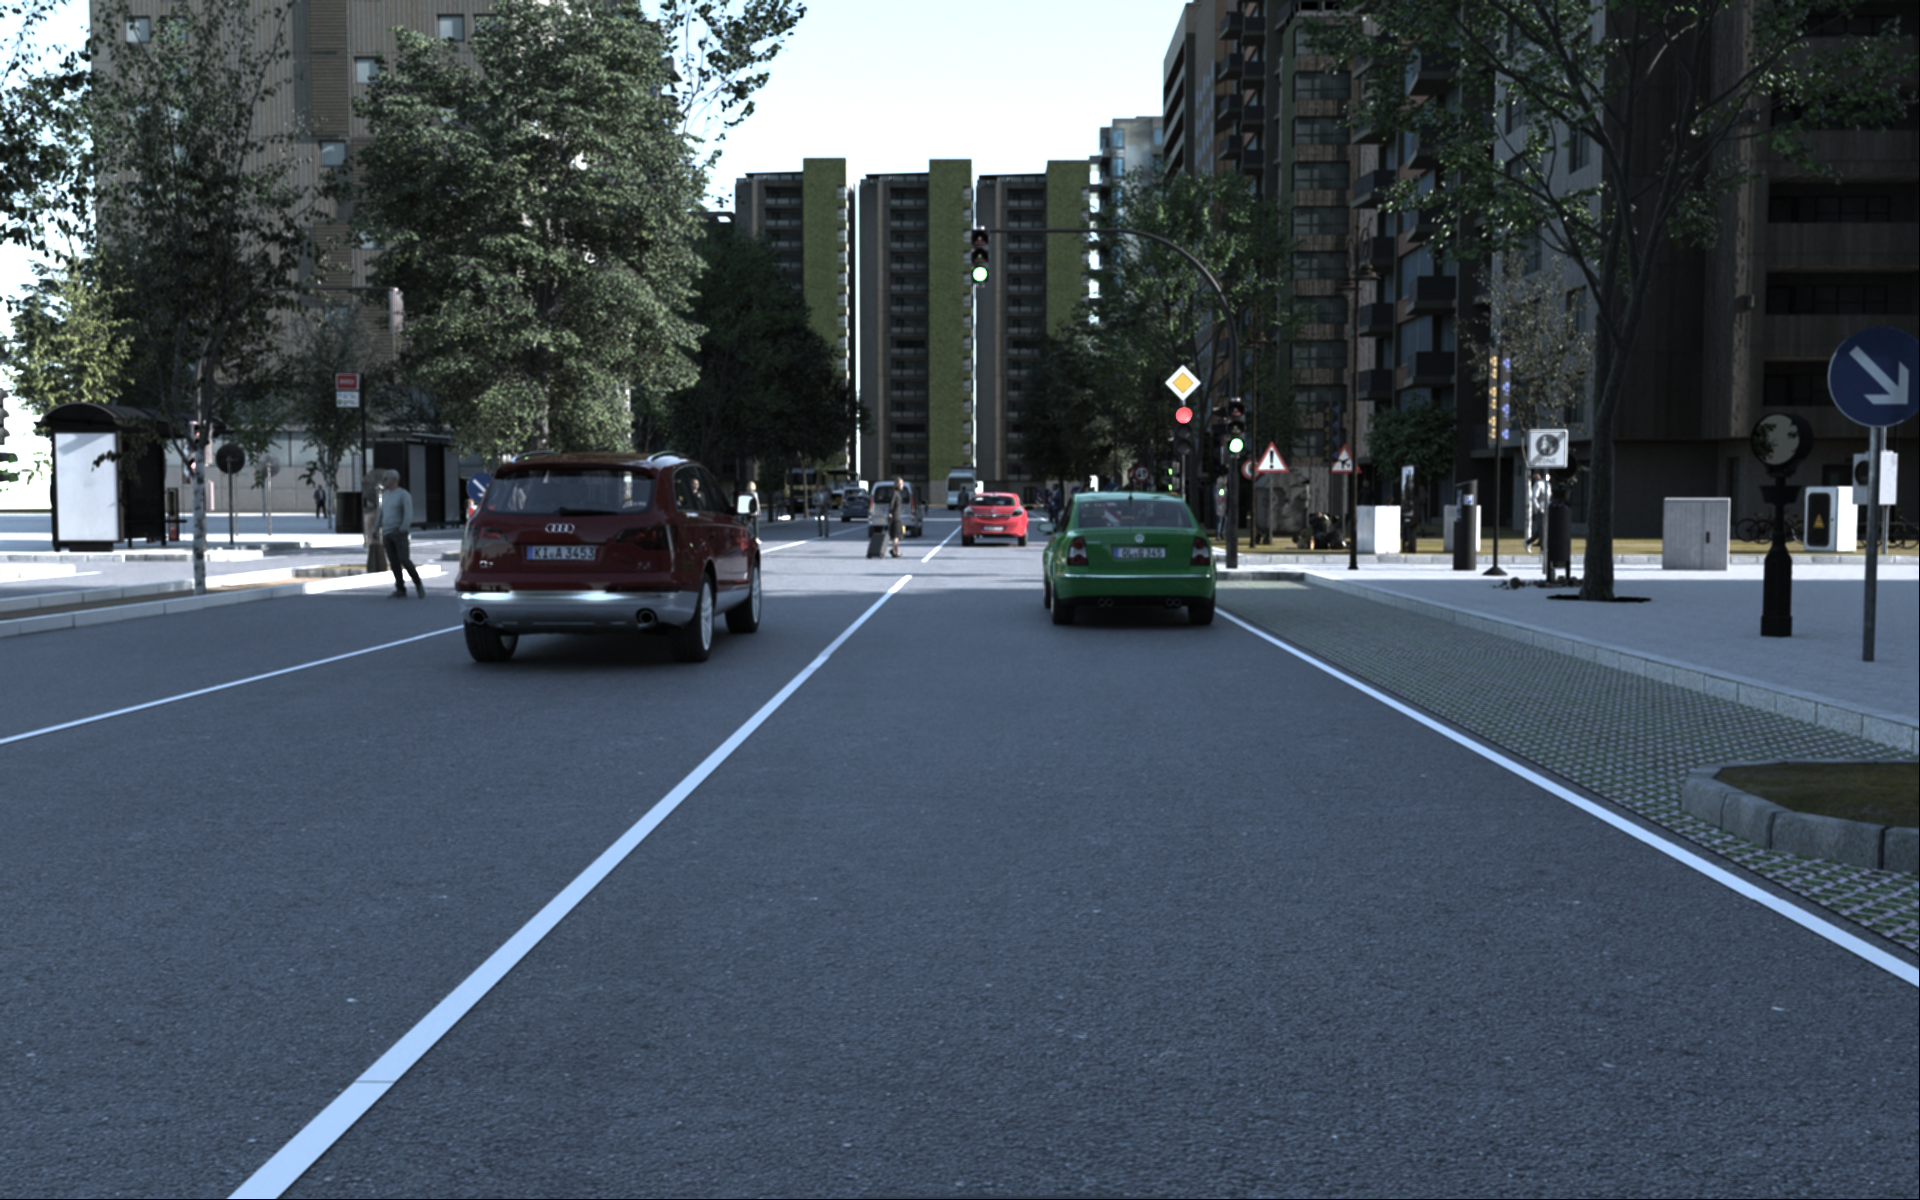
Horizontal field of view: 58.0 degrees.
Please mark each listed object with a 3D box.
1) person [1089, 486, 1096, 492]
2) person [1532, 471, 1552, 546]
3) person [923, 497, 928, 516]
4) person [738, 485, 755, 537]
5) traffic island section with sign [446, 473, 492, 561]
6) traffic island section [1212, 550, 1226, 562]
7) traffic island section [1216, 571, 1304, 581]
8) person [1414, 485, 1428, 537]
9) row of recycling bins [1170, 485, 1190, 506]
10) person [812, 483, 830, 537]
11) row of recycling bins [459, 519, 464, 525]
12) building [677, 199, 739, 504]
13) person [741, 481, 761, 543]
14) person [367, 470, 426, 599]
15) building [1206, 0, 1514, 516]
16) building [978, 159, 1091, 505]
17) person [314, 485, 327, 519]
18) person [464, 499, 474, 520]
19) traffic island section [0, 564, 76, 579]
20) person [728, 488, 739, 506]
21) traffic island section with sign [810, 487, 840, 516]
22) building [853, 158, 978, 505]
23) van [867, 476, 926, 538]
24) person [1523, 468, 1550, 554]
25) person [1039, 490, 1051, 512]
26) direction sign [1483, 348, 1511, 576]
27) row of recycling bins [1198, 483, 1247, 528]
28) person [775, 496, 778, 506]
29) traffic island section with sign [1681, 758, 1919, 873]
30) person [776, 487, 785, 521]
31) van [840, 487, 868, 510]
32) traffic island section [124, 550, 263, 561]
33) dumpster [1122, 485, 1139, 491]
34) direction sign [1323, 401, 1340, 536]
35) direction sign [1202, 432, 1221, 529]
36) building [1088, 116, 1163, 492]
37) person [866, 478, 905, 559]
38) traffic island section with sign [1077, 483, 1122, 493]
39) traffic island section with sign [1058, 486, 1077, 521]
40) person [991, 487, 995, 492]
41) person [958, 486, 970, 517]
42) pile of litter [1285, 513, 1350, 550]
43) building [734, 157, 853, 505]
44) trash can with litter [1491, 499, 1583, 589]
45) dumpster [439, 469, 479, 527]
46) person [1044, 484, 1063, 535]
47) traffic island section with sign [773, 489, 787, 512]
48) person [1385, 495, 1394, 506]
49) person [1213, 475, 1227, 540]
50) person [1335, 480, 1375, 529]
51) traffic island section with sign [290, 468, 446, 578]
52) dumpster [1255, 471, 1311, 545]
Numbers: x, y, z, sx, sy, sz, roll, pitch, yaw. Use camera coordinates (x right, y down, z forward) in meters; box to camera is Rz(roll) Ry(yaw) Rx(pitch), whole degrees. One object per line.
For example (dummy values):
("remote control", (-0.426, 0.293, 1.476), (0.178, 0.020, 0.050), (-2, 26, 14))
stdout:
("person", (8.209, -6.116, 106.521), (0.782, 1.767, 0.515), (2, 4, 31))
("person", (14.227, -2.238, 42.444), (0.447, 1.846, 0.655), (-1, 4, -10))
("person", (-2.247, -6.140, 113.575), (0.332, 1.250, 0.352), (0, 4, -3))
("person", (-6.945, -2.830, 55.610), (0.643, 1.720, 0.563), (3, 5, 39))
("traffic island section with sign", (-10.235, -1.815, 37.804), (2.006, 1.907, 1.989), (0, 4, 1))
("traffic island section", (4.858, -0.951, 37.836), (2.009, 0.180, 2.903), (0, 4, 1))
("traffic island section", (4.695, -0.463, 29.853), (2.009, 0.180, 2.903), (0, 4, 1))
("person", (13.632, -2.795, 51.710), (0.622, 1.834, 0.822), (1, 4, 9))
("row of recycling bins", (10.198, -4.292, 77.284), (1.069, 1.692, 3.534), (2, 4, 27))
("person", (-4.594, -2.993, 57.632), (0.606, 1.804, 0.583), (-1, 4, -16))
("row of recycling bins", (-21.138, -3.976, 72.113), (1.069, 1.692, 3.534), (0, 4, -3))
("building", (-39.011, -32.544, 223.978), (23.993, 40.220, 32.217), (0, 4, 1))
("person", (-6.169, -2.564, 50.597), (0.709, 1.800, 0.728), (2, 4, 34))
("person", (-7.777, -0.906, 23.799), (0.782, 1.767, 0.515), (2, 4, 30))
("building", (30.606, -28.860, 126.490), (22.147, 44.769, 28.867), (0, 4, 1))
("building", (8.837, -32.474, 214.547), (14.086, 41.232, 14.154), (0, 4, 1))
("person", (-33.413, -5.147, 90.594), (0.834, 1.777, 0.661), (3, 4, 39))
("person", (-13.219, -2.093, 46.996), (0.394, 1.301, 0.425), (0, 4, -1))
("traffic island section", (-16.941, -0.490, 30.297), (2.009, 0.180, 2.903), (0, 4, 1))
("person", (-18.612, -8.371, 143.428), (1.217, 1.766, 0.721), (0, 4, -4))
("traffic island section with sign", (-8.713, -6.409, 112.927), (2.006, 1.907, 1.989), (0, 4, 1))
("building", (-5.264, -32.435, 213.912), (14.086, 41.232, 14.154), (0, 4, 1))
("van", (-2.167, -3.148, 58.486), (2.013, 2.044, 4.112), (0, 4, 2))
("person", (12.444, -1.920, 37.281), (0.661, 1.843, 0.795), (-3, 5, -45))
("person", (6.721, -7.655, 134.343), (1.217, 1.739, 0.721), (0, 4, -5))
("direction sign", (8.464, -2.158, 27.282), (0.379, 3.537, 0.876), (3, 4, 38))
("row of recycling bins", (10.140, -3.630, 66.463), (1.069, 1.692, 3.534), (0, 4, -7))
("person", (-19.065, -10.506, 181.051), (0.421, 1.427, 0.697), (2, 4, 34))
("traffic island section with sign", (4.238, 0.080, 7.317), (1.989, 1.847, 2.006), (0, 4, 1))
("person", (-9.499, -5.070, 91.663), (0.520, 1.790, 0.573), (0, 4, -3))
("van", (-6.343, -6.044, 105.838), (2.013, 2.044, 4.112), (0, 4, 1))
("traffic island section", (-16.779, -0.979, 38.281), (2.009, 0.180, 2.903), (0, 4, 1))
("dumpster", (10.817, -6.389, 110.219), (1.264, 1.857, 1.865), (0, 4, 1))
("direction sign", (9.124, -3.096, 42.614), (0.379, 3.537, 0.876), (-1, 4, -11))
("direction sign", (9.207, -4.371, 63.459), (0.876, 3.537, 0.379), (-2, 4, -34))
("building", (31.204, -36.649, 218.812), (30.456, 49.044, 23.786), (0, 4, 1))
("person", (-1.626, -1.844, 38.861), (0.699, 1.804, 1.509), (2, 4, 33))
("traffic island section with sign", (5.378, -3.315, 62.831), (1.989, 1.847, 2.006), (0, 4, 1))
("traffic island section with sign", (5.926, -4.963, 89.780), (1.989, 1.847, 2.006), (0, 4, 1))
("person", (1.681, -4.887, 88.584), (0.661, 1.801, 0.590), (1, 4, 13))
("person", (0.228, -4.710, 85.616), (0.694, 1.812, 0.767), (1, 4, 10))
("pile of litter", (8.354, -1.608, 40.264), (1.719, 0.858, 1.176), (2, 4, 27))
("building", (-20.141, -32.390, 213.176), (14.086, 41.232, 14.154), (0, 4, 1))
("trash can with litter", (8.047, -0.801, 24.149), (2.233, 1.210, 1.678), (-3, 5, -40))
("dumpster", (-19.100, -3.889, 66.075), (1.502, 2.255, 1.985), (0, 4, 1))
("person", (3.317, -3.189, 60.830), (0.419, 1.800, 0.721), (-3, 5, -41))
("traffic island section with sign", (-14.380, -8.043, 140.138), (1.989, 1.847, 2.006), (0, 4, 1))
("person", (12.617, -2.447, 50.724), (0.373, 1.253, 0.362), (2, 4, 29))
("person", (7.319, -2.583, 48.462), (0.419, 1.800, 0.721), (3, 5, 45))
("person", (14.459, -3.472, 63.020), (0.699, 1.804, 1.509), (-3, 4, -36))
("traffic island section with sign", (-10.396, -1.362, 30.398), (2.006, 1.907, 1.989), (0, 4, 1))
("dumpster", (8.222, -2.351, 44.198), (1.264, 1.857, 1.865), (0, 4, 1))
